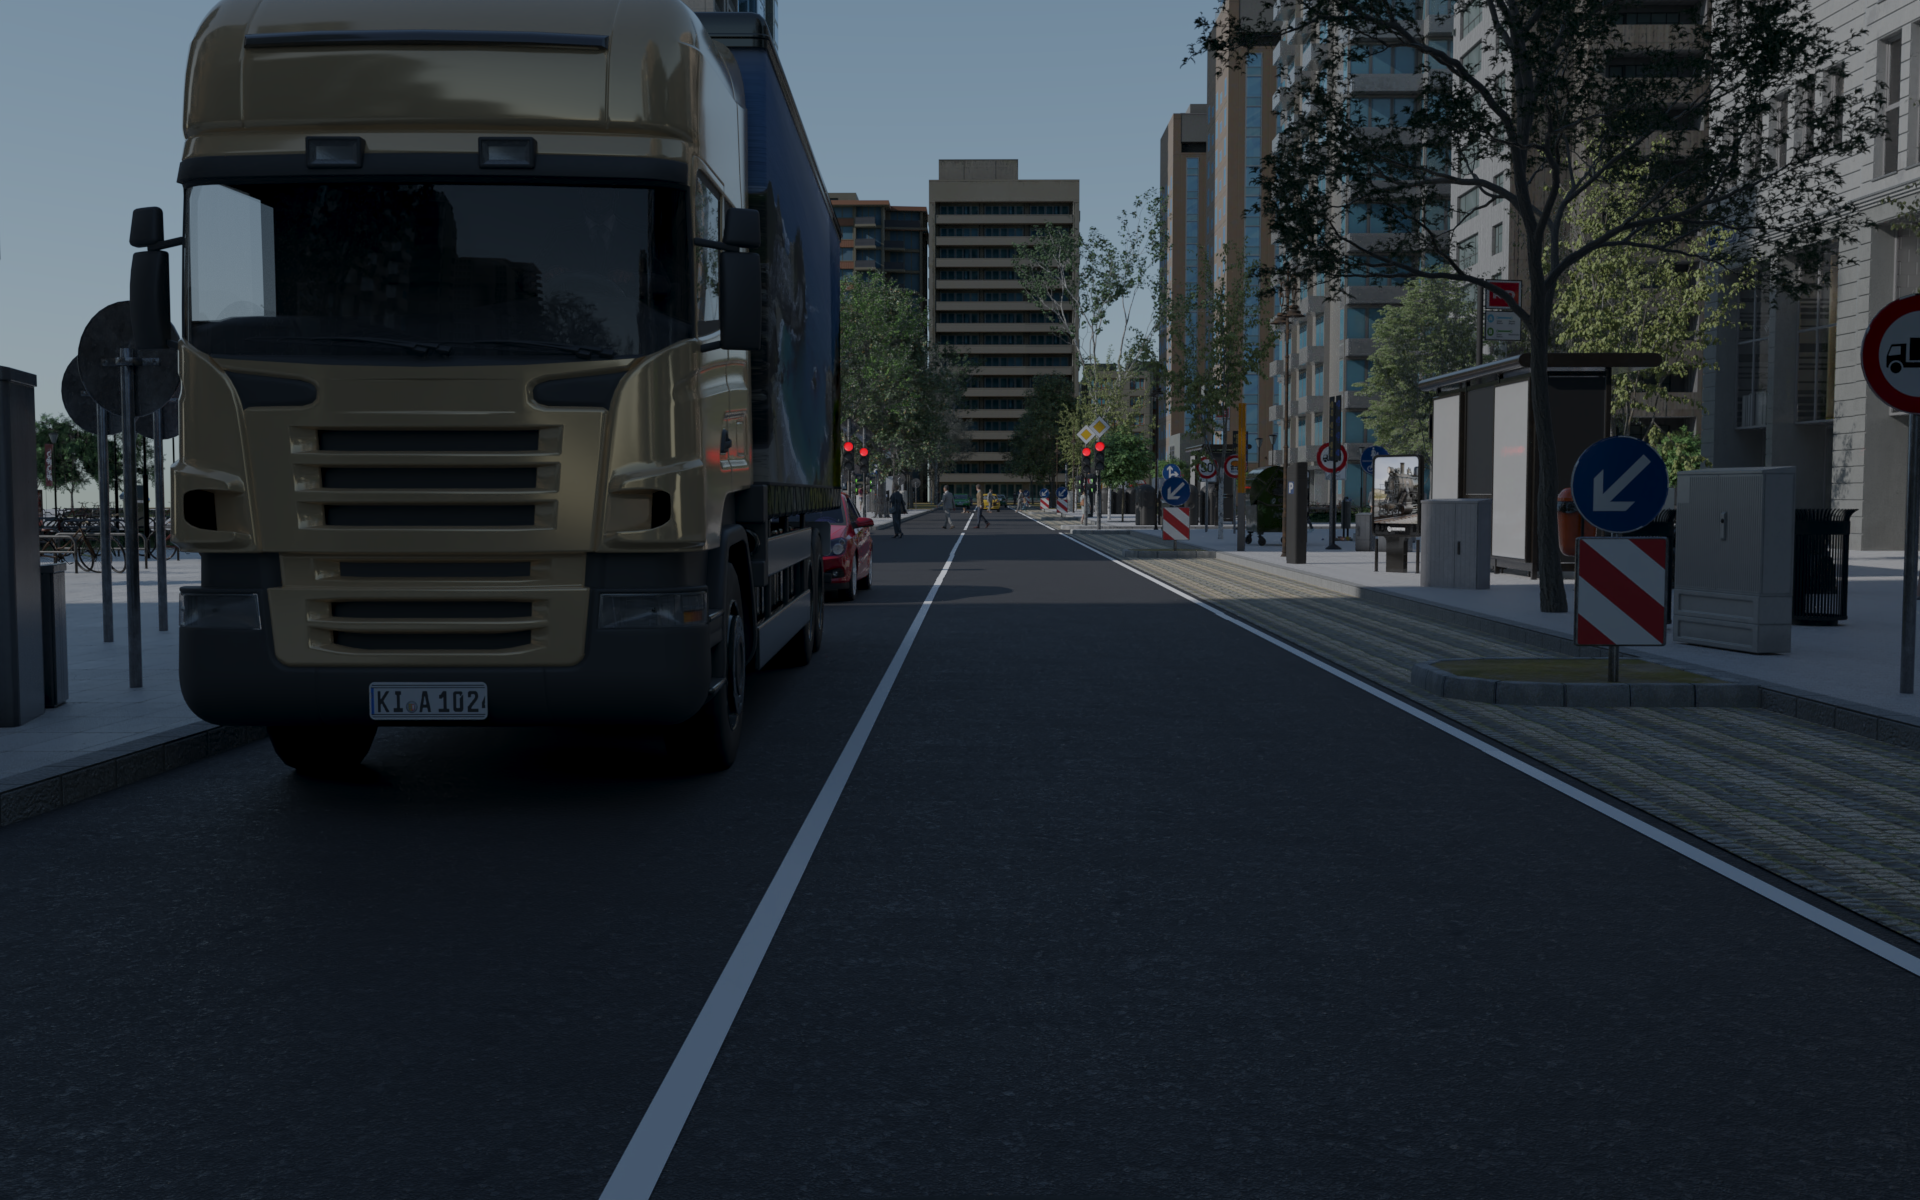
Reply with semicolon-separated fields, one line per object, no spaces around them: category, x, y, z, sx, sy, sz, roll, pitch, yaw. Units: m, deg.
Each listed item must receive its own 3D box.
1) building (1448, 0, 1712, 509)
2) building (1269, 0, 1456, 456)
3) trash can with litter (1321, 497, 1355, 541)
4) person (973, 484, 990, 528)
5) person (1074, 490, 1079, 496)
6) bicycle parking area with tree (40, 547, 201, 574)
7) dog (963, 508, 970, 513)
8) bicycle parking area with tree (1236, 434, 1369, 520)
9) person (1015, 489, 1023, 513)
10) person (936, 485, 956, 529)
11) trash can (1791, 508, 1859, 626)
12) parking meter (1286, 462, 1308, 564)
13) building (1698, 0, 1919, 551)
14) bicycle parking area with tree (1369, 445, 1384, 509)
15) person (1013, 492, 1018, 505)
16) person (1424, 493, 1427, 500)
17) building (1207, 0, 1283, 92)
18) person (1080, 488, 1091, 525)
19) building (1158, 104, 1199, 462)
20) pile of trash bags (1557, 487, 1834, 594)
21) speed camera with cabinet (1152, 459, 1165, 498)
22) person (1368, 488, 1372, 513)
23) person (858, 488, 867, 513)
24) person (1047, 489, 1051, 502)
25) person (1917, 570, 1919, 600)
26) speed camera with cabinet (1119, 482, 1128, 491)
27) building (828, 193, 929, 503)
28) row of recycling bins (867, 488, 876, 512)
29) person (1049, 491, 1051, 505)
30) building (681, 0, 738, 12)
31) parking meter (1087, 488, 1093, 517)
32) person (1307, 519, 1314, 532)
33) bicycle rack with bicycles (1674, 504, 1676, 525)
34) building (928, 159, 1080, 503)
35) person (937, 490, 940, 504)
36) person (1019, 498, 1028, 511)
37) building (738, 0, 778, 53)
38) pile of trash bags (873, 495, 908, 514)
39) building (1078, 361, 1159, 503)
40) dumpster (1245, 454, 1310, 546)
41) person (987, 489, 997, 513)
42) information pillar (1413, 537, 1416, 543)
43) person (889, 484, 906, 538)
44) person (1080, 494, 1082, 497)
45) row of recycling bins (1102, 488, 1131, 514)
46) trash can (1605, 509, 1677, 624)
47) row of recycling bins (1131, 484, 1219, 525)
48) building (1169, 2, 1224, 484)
building;34.264;-19.484;90.264;14.107;30.474;14.160;0;4;1
building;35.575;-31.132;128.620;23.786;49.044;30.456;0;4;1
trash can with litter;10.837;-2.246;47.772;1.678;1.210;2.233;2;4;25
person;0.878;-3.931;72.686;0.836;1.842;0.656;-2;4;-26
person;13.482;-12.108;204.523;1.217;1.766;0.721;0;4;2
bicycle parking area with tree;-16.484;-2.736;31.729;9.016;4.147;8.231;2;4;24
dog;0.447;-6.739;130.371;0.550;0.427;0.748;-2;4;-26
bicycle parking area with tree;15.349;-6.062;86.109;9.016;4.147;8.231;1;4;16
person;4.584;-7.684;134.403;0.573;1.790;0.520;1;4;14
person;-0.513;-3.811;71.077;0.850;1.792;0.678;3;5;40
trash can;8.383;-0.327;16.996;0.748;1.137;0.748;0;3;0
parking meter;6.198;-1.601;31.888;0.255;1.863;0.399;-1;4;-16
building;25.807;-15.609;32.695;11.434;29.767;29.804;0;4;1
bicycle parking area with tree;24.579;-7.096;103.025;9.016;4.147;8.231;1;4;15
person;6.637;-11.979;205.153;0.742;1.727;0.445;0;4;-4
person;20.339;-4.309;76.844;0.721;1.781;0.623;1;4;18
building;29.664;-30.828;154.145;14.600;45.320;14.200;0;4;1
person;5.517;-4.096;76.470;0.512;1.701;0.522;2;4;33
building;30.573;-33.612;199.661;14.600;45.320;14.200;0;4;1
pile of trash bags;9.691;-0.817;23.116;3.447;1.369;1.912;0;4;5
speed camera with cabinet;11.594;-6.241;96.368;0.660;3.252;2.038;-3;5;-39
person;25.698;-6.170;107.671;0.466;1.731;0.760;-3;5;-41
person;-6.692;-6.856;118.119;0.580;1.828;0.573;-3;4;-39
person;8.900;-10.250;173.622;0.705;1.826;1.348;1;4;19
person;11.872;-0.888;20.898;0.599;1.781;0.374;2;4;32
speed camera with cabinet;12.048;-7.698;120.197;2.038;3.252;0.660;0;4;1
building;-18.929;-36.676;254.284;28.867;44.769;22.147;0;4;1
row of recycling bins;-6.138;-7.181;124.518;1.069;1.692;3.534;-1;4;-12
person;10.143;-11.762;198.359;1.348;1.823;0.705;-3;5;-43
building;-28.372;-43.828;154.840;20.563;71.187;20.611;0;4;1
parking meter;7.219;-5.542;96.325;0.255;1.863;0.399;-2;4;-24
person;11.576;-3.184;58.125;0.620;1.820;0.660;-1;4;-17
bicycle rack with bicycles;25.314;-2.899;60.778;2.925;0.926;2.852;-2;4;-32
building;6.291;-38.490;253.015;21.600;48.544;21.300;0;4;1
person;-2.486;-12.033;203.579;0.742;1.727;0.445;3;5;42
person;5.344;-7.889;142.981;0.738;1.151;1.012;-2;4;-31
building;-32.768;-53.989;195.389;31.000;86.520;22.319;0;4;1
pile of trash bags;-4.747;-6.261;112.123;1.912;1.369;3.447;-2;4;-25
building;32.737;-25.189;256.874;28.899;21.520;27.650;0;4;1
dumpster;7.875;-2.507;43.487;1.502;2.255;1.985;0;4;1
person;2.375;-7.636;133.470;0.853;1.813;0.709;2;4;28
information pillar;11.889;-2.521;45.703;0.304;2.012;0.304;1;4;18
person;-2.016;-2.908;56.463;0.534;1.772;0.576;1;4;17
person;12.702;-10.384;175.917;1.348;1.812;0.705;-2;4;-31
row of recycling bins;10.476;-6.285;109.878;3.534;1.692;1.069;-2;4;-24
trash can;6.442;-0.293;16.449;0.748;1.137;0.748;0;3;0
row of recycling bins;8.983;-3.915;71.123;3.534;1.692;1.069;0;4;-4
building;34.299;-52.768;175.435;22.319;86.520;31.000;0;4;1
